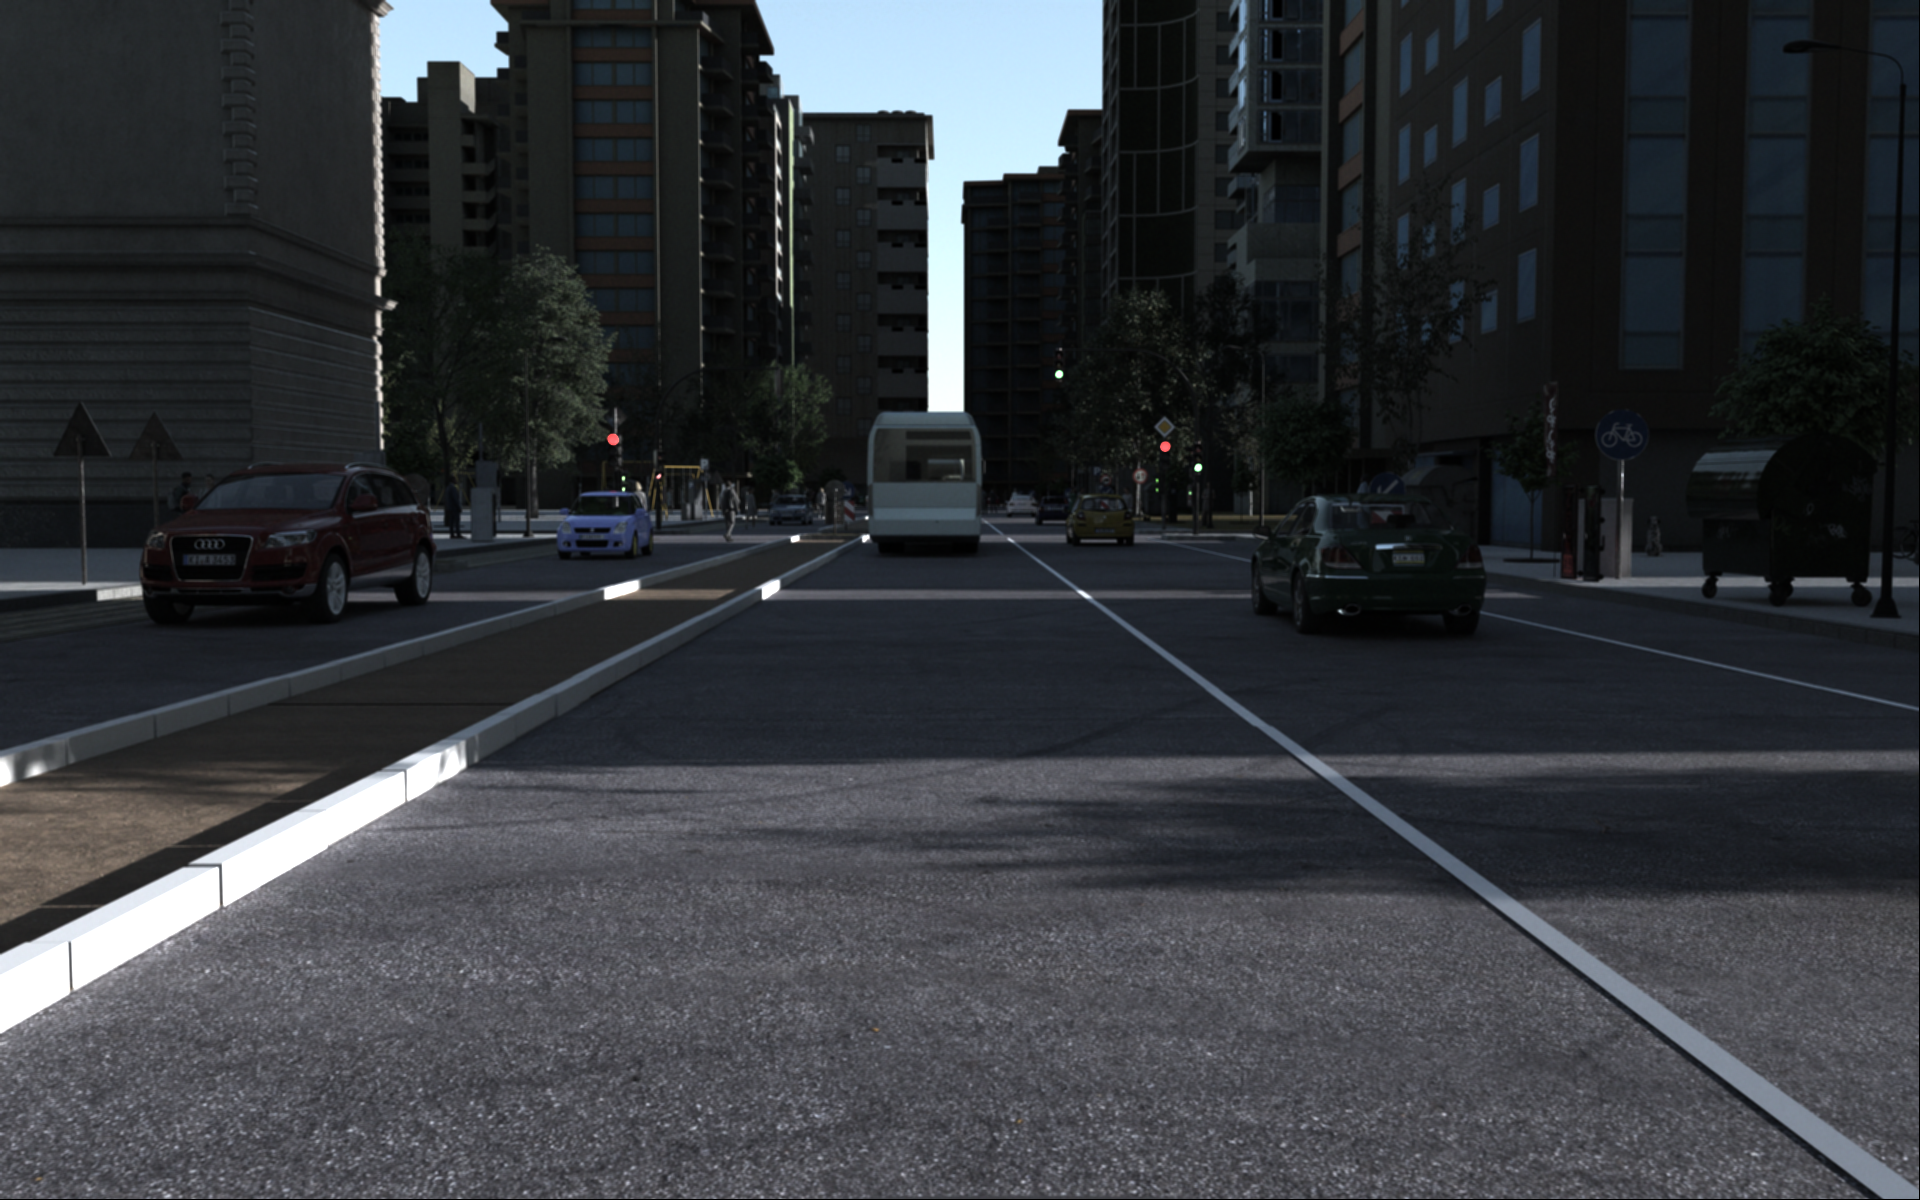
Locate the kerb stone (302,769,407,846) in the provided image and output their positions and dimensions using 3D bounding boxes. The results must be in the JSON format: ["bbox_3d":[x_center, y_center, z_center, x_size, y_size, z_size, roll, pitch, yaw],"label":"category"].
[{"bbox_3d":[-2.633,0.899,7.533,0.120,0.150,1.000,0,4,0],"label":"kerb stone"}]

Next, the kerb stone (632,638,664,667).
[{"bbox_3d":[-2.681,0.458,14.706,0.120,0.150,1.000,0,4,0],"label":"kerb stone"}]

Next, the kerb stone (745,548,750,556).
[{"bbox_3d":[-4.948,-1.045,39.341,0.120,0.150,1.000,0,4,0],"label":"kerb stone"}]

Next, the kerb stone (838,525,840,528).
[{"bbox_3d":[-5.171,-3.025,71.648,0.120,0.150,1.000,0,4,0],"label":"kerb stone"}]

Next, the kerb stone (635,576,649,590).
[{"bbox_3d":[-4.856,-0.232,25.987,0.120,0.150,1.000,0,4,0],"label":"kerb stone"}]

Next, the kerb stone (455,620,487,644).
[{"bbox_3d":[-4.797,0.333,16.773,0.120,0.150,1.000,0,4,0],"label":"kerb stone"}]

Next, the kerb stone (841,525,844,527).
[{"bbox_3d":[-5.191,-3.213,74.725,0.120,0.150,1.000,0,4,0],"label":"kerb stone"}]

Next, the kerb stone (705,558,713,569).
[{"bbox_3d":[-4.908,-0.672,33.190,0.120,0.150,1.000,0,4,0],"label":"kerb stone"}]

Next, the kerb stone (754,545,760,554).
[{"bbox_3d":[-4.955,-1.171,41.394,0.120,0.150,1.000,0,4,0],"label":"kerb stone"}]

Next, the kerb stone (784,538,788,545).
[{"bbox_3d":[-5.005,-1.613,48.566,0.120,0.150,1.000,0,4,0],"label":"kerb stone"}]

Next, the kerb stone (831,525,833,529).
[{"bbox_3d":[-5.142,-2.773,67.534,0.120,0.150,1.000,0,4,0],"label":"kerb stone"}]

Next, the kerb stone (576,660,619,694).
[{"bbox_3d":[-2.670,0.583,12.662,0.120,0.150,1.000,0,4,0],"label":"kerb stone"}]

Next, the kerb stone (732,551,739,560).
[{"bbox_3d":[-4.941,-0.923,37.289,0.120,0.150,1.000,0,4,0],"label":"kerb stone"}]

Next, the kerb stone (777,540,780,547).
[{"bbox_3d":[-5.001,-1.484,46.521,0.120,0.150,1.000,0,4,0],"label":"kerb stone"}]

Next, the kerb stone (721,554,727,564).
[{"bbox_3d":[-4.927,-0.798,35.239,0.120,0.150,1.000,0,4,0],"label":"kerb stone"}]

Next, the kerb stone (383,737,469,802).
[{"bbox_3d":[-2.638,0.834,8.562,0.120,0.150,1.000,0,4,0],"label":"kerb stone"}]

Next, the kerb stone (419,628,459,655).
[{"bbox_3d":[-4.781,0.396,15.746,0.120,0.150,1.000,0,4,0],"label":"kerb stone"}]

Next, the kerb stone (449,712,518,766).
[{"bbox_3d":[-2.645,0.771,9.584,0.120,0.150,1.000,0,4,0],"label":"kerb stone"}]

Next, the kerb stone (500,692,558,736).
[{"bbox_3d":[-2.655,0.708,10.613,0.120,0.150,1.000,0,4,0],"label":"kerb stone"}]

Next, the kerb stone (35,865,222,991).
[{"bbox_3d":[-2.618,1.028,5.485,0.120,0.150,1.000,0,4,0],"label":"kerb stone"}]

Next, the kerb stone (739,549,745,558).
[{"bbox_3d":[-4.941,-0.986,38.319,0.120,0.150,1.000,0,4,0],"label":"kerb stone"}]

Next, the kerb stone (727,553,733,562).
[{"bbox_3d":[-4.931,-0.853,36.262,0.120,0.150,1.000,0,4,0],"label":"kerb stone"}]

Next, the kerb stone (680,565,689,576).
[{"bbox_3d":[-4.887,-0.484,30.113,0.120,0.150,1.000,0,4,0],"label":"kerb stone"}]

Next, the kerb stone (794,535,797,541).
[{"bbox_3d":[-5.035,-1.797,51.635,0.120,0.150,1.000,0,4,0],"label":"kerb stone"}]

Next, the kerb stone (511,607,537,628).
[{"bbox_3d":[-4.801,0.210,18.821,0.120,0.150,1.000,0,4,0],"label":"kerb stone"}]

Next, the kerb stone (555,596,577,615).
[{"bbox_3d":[-4.815,0.083,20.864,0.120,0.150,1.000,0,4,0],"label":"kerb stone"}]

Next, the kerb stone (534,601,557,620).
[{"bbox_3d":[-4.821,0.151,19.843,0.120,0.150,1.000,0,4,0],"label":"kerb stone"}]

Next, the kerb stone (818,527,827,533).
[{"bbox_3d":[-5.127,-2.584,64.458,0.120,0.150,1.000,0,4,0],"label":"kerb stone"}]

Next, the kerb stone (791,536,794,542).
[{"bbox_3d":[-5.018,-1.738,50.612,0.120,0.150,1.000,0,4,0],"label":"kerb stone"}]

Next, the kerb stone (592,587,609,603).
[{"bbox_3d":[-4.838,-0.043,22.916,0.120,0.150,1.000,0,4,0],"label":"kerb stone"}]

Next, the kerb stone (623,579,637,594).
[{"bbox_3d":[-4.844,-0.164,24.963,0.120,0.150,1.000,0,4,0],"label":"kerb stone"}]

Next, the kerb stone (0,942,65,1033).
[{"bbox_3d":[-2.610,1.085,4.462,0.120,0.150,1.000,0,4,0],"label":"kerb stone"}]

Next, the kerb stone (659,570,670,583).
[{"bbox_3d":[-4.875,-0.356,28.045,0.120,0.150,1.000,0,4,0],"label":"kerb stone"}]

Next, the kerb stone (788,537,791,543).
[{"bbox_3d":[-5.011,-1.672,49.588,0.120,0.150,1.000,0,4,0],"label":"kerb stone"}]

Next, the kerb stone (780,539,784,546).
[{"bbox_3d":[-5.003,-1.550,47.544,0.120,0.150,1.000,0,4,0],"label":"kerb stone"}]

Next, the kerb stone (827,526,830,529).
[{"bbox_3d":[-5.123,-2.647,65.480,0.120,0.150,1.000,0,4,0],"label":"kerb stone"}]

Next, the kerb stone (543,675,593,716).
[{"bbox_3d":[-2.651,0.646,11.639,0.120,0.150,1.000,0,4,0],"label":"kerb stone"}]

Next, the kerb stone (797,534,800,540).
[{"bbox_3d":[-5.041,-1.861,52.660,0.120,0.150,1.000,0,4,0],"label":"kerb stone"}]

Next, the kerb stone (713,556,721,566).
[{"bbox_3d":[-4.907,-0.735,34.212,0.120,0.150,1.000,0,4,0],"label":"kerb stone"}]

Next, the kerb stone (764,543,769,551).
[{"bbox_3d":[-4.974,-1.299,43.439,0.120,0.150,1.000,0,4,0],"label":"kerb stone"}]

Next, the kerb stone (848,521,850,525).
[{"bbox_3d":[-5.217,-3.463,78.825,0.120,0.150,1.000,0,4,0],"label":"kerb stone"}]

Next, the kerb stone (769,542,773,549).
[{"bbox_3d":[-4.981,-1.363,44.473,0.120,0.150,1.000,0,4,0],"label":"kerb stone"}]

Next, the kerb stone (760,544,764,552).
[{"bbox_3d":[-4.969,-1.237,42.415,0.120,0.150,1.000,0,4,0],"label":"kerb stone"}]

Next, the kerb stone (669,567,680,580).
[{"bbox_3d":[-4.882,-0.421,29.081,0.120,0.150,1.000,0,4,0],"label":"kerb stone"}]

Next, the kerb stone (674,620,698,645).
[{"bbox_3d":[-2.693,0.333,16.751,0.120,0.150,1.000,0,4,0],"label":"kerb stone"}]

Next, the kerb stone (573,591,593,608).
[{"bbox_3d":[-4.834,0.019,21.893,0.120,0.150,1.000,0,4,0],"label":"kerb stone"}]

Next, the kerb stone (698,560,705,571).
[{"bbox_3d":[-4.905,-0.606,32.163,0.120,0.150,1.000,0,4,0],"label":"kerb stone"}]

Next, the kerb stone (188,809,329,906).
[{"bbox_3d":[-2.621,0.959,6.511,0.120,0.150,1.000,0,4,0],"label":"kerb stone"}]

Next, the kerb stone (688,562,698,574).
[{"bbox_3d":[-4.892,-0.547,31.135,0.120,0.150,1.000,0,4,0],"label":"kerb stone"}]

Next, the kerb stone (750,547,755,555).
[{"bbox_3d":[-4.956,-1.108,40.363,0.120,0.150,1.000,0,4,0],"label":"kerb stone"}]

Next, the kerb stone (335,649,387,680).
[{"bbox_3d":[-4.772,0.525,13.682,0.120,0.150,1.000,0,4,0],"label":"kerb stone"}]

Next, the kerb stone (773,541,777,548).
[{"bbox_3d":[-4.993,-1.425,45.499,0.120,0.150,1.000,0,4,0],"label":"kerb stone"}]

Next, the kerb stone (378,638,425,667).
[{"bbox_3d":[-4.779,0.458,14.715,0.120,0.150,1.000,0,4,0],"label":"kerb stone"}]

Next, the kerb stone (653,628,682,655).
[{"bbox_3d":[-2.686,0.396,15.729,0.120,0.150,1.000,0,4,0],"label":"kerb stone"}]

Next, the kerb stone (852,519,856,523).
[{"bbox_3d":[-5.262,-3.777,83.948,0.120,0.150,1.000,0,4,0],"label":"kerb stone"}]

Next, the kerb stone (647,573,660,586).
[{"bbox_3d":[-4.868,-0.295,27.015,0.120,0.150,1.000,0,4,0],"label":"kerb stone"}]

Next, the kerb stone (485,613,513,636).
[{"bbox_3d":[-4.806,0.273,17.797,0.120,0.150,1.000,0,4,0],"label":"kerb stone"}]

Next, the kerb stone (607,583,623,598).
[{"bbox_3d":[-4.843,-0.106,23.941,0.120,0.150,1.000,0,4,0],"label":"kerb stone"}]

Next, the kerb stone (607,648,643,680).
[{"bbox_3d":[-2.676,0.521,13.684,0.120,0.150,1.000,0,4,0],"label":"kerb stone"}]
